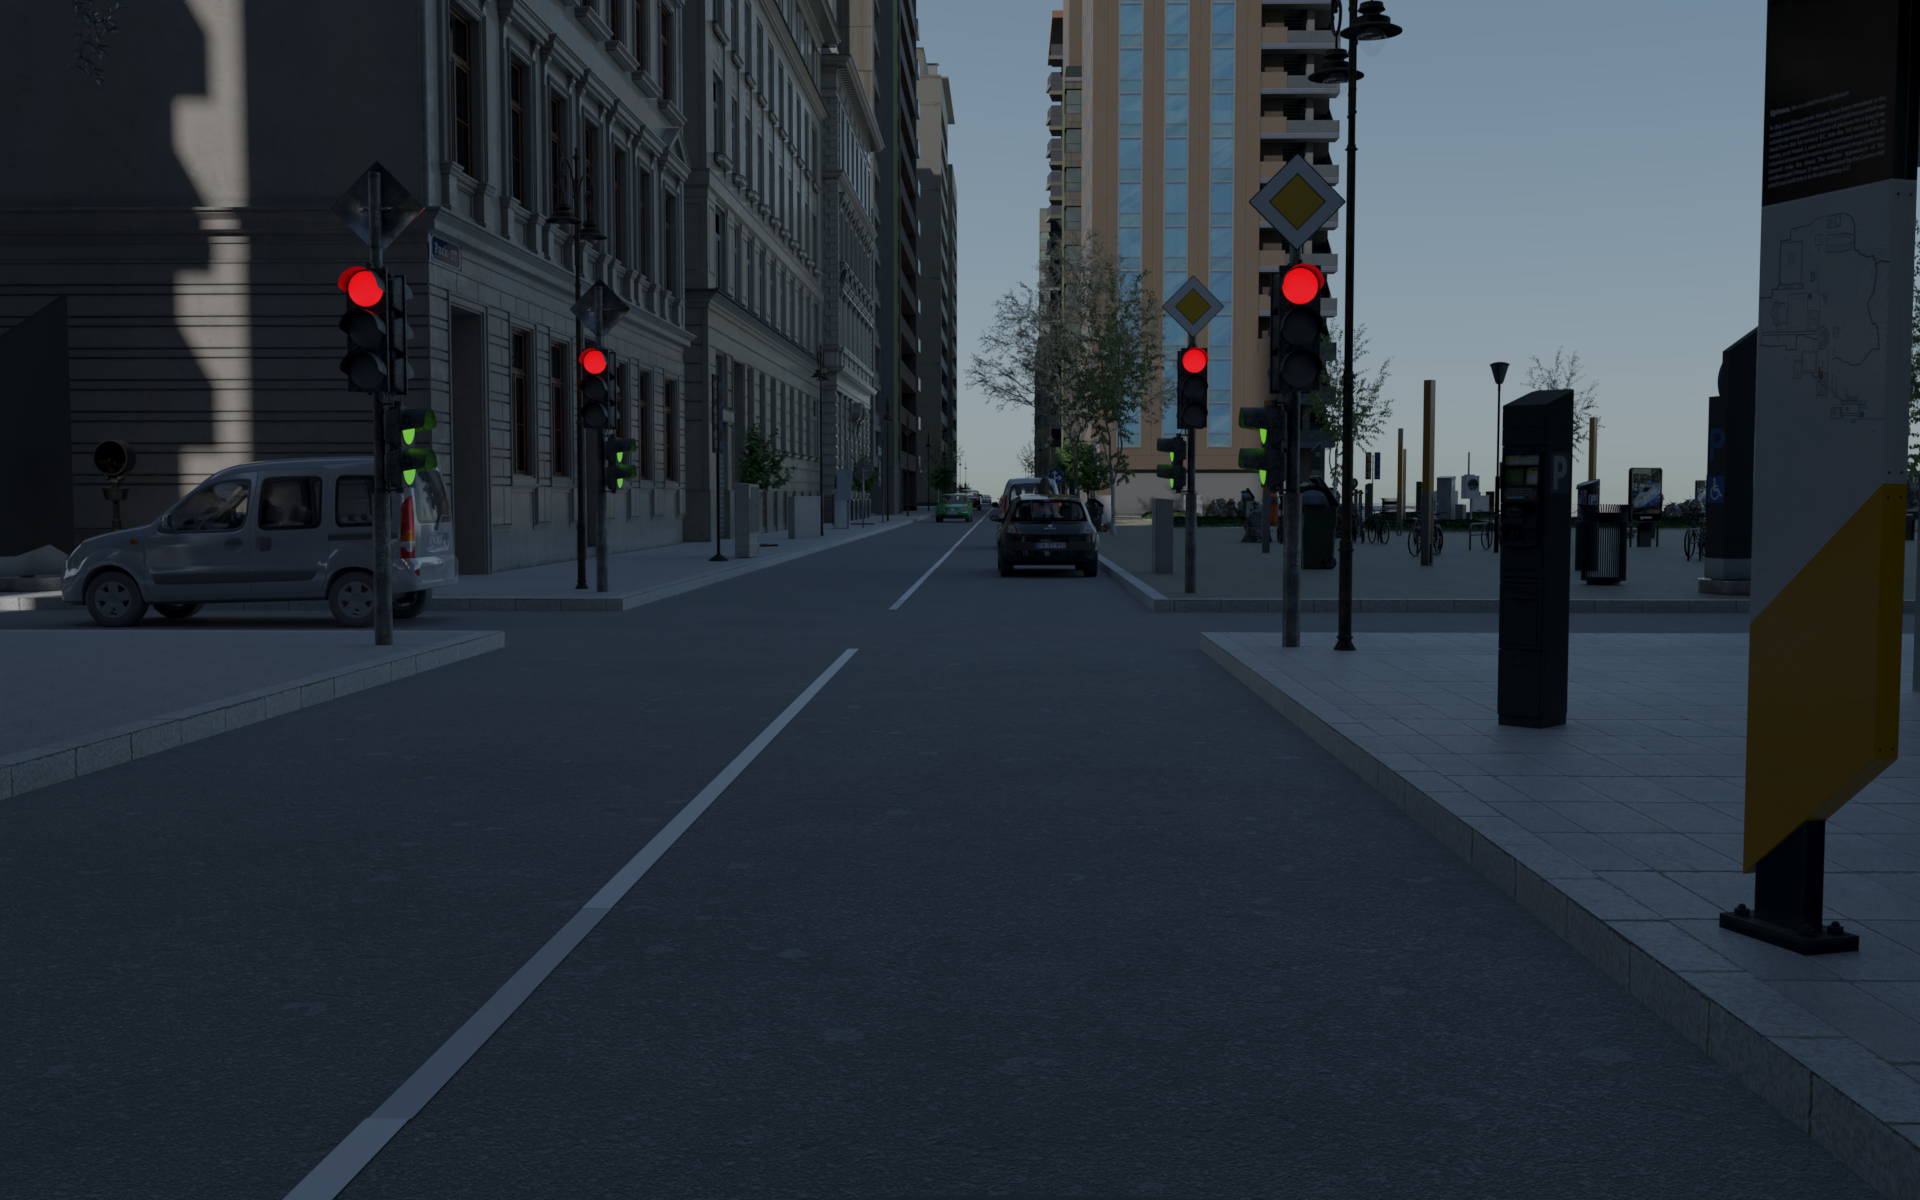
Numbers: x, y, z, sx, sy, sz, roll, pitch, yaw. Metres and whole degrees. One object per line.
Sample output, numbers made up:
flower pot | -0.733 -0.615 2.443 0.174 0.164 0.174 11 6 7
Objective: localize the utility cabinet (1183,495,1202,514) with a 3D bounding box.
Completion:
utility cabinet | 13.093 -5.272 97.356 1.020 1.237 0.306 0 4 -1

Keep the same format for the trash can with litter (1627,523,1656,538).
trash can with litter | 19.541 -2.353 49.865 0.624 1.170 1.055 -3 4 -39

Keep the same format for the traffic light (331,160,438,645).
traffic light | -4.893 -1.573 14.641 0.839 4.253 0.868 0 4 2

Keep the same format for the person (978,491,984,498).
person | 2.341 -12.932 219.956 1.348 1.821 0.705 1 4 12

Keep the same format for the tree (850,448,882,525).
tree | -4.118 -4.797 73.026 1.663 3.219 1.824 0 3 0

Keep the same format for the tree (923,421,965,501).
tree | -1.928 -13.562 172.102 4.360 8.622 3.978 0 3 0

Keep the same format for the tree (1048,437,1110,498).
tree | 6.144 -6.534 90.545 4.285 4.588 4.351 0 3 0

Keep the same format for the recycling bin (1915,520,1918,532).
recycling bin | 32.690 -2.868 59.448 0.722 1.027 0.722 3 5 42

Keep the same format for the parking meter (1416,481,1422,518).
parking meter | 21.055 -4.505 79.374 0.255 1.863 0.399 2 4 28

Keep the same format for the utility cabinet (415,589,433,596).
utility cabinet | -7.210 -0.664 22.023 1.020 1.237 0.306 1 4 21

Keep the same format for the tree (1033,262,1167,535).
tree | 4.630 -6.352 54.215 4.737 8.622 4.395 0 3 0

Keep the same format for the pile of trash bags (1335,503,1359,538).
pile of trash bags | 10.620 -2.486 50.398 1.912 1.369 3.447 1 4 12

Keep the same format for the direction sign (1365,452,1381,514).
direction sign | 22.241 -6.199 93.348 0.876 3.537 0.379 -1 4 -14

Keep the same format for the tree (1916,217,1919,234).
tree | 23.568 -5.552 41.146 4.737 8.622 4.395 0 3 0

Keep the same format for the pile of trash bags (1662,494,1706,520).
pile of trash bags | 31.698 -4.066 76.227 3.447 1.369 1.912 -2 4 -26

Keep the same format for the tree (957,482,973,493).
tree | 0.757 -15.425 246.793 1.663 3.219 1.824 0 3 0

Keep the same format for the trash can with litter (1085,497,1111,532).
trash can with litter | 4.715 -2.894 58.699 1.055 1.170 0.624 -3 4 -39

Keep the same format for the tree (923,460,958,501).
tree | -1.880 -11.198 166.807 4.285 4.588 4.351 0 3 0

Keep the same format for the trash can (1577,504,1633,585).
trash can | 9.107 -0.785 24.483 0.748 1.137 0.748 0 3 0

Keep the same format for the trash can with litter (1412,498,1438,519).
trash can with litter | 18.967 -3.638 70.872 1.055 1.170 0.624 -1 4 -17

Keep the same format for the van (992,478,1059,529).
van | 1.847 -2.377 45.881 2.013 2.044 4.112 0 4 1

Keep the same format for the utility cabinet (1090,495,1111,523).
utility cabinet | 6.307 -4.038 77.182 1.020 1.237 0.306 -2 4 -24

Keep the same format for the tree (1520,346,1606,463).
tree | 30.008 -8.369 87.189 4.360 8.622 3.978 0 3 0

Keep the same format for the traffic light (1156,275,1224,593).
traffic light | 2.981 -2.050 22.433 0.839 4.253 0.868 0 4 2

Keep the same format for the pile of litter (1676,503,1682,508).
pile of litter | 36.949 -4.582 88.881 1.719 0.858 1.176 3 5 42

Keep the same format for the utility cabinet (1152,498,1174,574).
utility cabinet | 3.321 -1.052 28.368 0.306 1.237 1.020 0 4 3

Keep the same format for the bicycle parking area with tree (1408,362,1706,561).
bicycle parking area with tree | 14.068 -3.030 36.539 8.231 4.147 9.016 3 5 44

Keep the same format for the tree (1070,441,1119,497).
tree | 4.569 -4.074 61.214 1.663 3.219 1.824 0 3 0

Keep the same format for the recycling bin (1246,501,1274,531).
recycling bin | 10.393 -2.897 59.917 0.722 1.027 0.722 -2 4 -26

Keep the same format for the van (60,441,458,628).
van | -7.797 -0.753 19.326 4.112 2.044 2.013 0 4 1

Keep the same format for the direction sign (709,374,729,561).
direction sign | -4.625 -2.513 33.086 0.379 3.537 0.876 0 4 4

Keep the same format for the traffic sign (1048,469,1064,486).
traffic sign | 4.867 -5.364 87.807 0.768 2.556 0.104 0 4 4

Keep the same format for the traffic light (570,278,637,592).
traffic light | -4.678 -2.061 22.623 0.839 4.253 0.868 0 4 2

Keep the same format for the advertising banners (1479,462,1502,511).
advertising banners | 28.872 -6.007 94.406 2.074 3.025 0.090 3 4 37

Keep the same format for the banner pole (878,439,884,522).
banner pole | -3.551 -5.381 77.998 0.401 3.779 0.863 1 4 17

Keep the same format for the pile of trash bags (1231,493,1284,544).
pile of trash bags | 8.336 -2.205 45.812 1.912 1.369 3.447 1 4 13

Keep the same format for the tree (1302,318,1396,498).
tree | 16.149 -7.527 73.427 4.737 8.622 4.395 0 3 0

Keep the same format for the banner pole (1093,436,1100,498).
banner pole | 5.697 -5.031 72.266 0.401 3.779 0.863 -1 4 -18

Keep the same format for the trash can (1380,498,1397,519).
trash can | 15.640 -3.137 62.945 0.748 1.137 0.748 0 3 0

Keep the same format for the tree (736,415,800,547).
tree | -5.015 -2.924 42.417 1.663 3.219 1.824 0 3 0

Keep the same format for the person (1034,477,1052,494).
person | 1.977 -1.941 40.238 0.555 1.821 0.388 0 4 -1

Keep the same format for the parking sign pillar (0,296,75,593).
parking sign pillar | -12.593 -2.121 23.147 1.447 3.967 1.447 2 4 27

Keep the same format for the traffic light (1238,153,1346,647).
traffic light | 2.766 -1.561 14.451 0.839 4.253 0.868 0 4 2

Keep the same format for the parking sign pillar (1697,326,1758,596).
parking sign pillar | 10.321 -2.067 22.271 1.447 3.967 1.447 -1 4 -10

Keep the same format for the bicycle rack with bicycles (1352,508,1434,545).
bicycle rack with bicycles | 11.231 -1.931 44.958 2.852 0.926 2.925 1 4 16

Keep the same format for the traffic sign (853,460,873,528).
traffic sign | -3.658 -3.989 65.329 0.768 2.556 0.104 0 4 3

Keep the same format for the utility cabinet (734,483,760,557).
utility cabinet | -4.296 -1.614 35.060 0.318 1.500 1.173 0 4 3

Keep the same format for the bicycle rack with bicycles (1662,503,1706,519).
bicycle rack with bicycles | 27.903 -3.312 67.535 2.852 0.926 2.925 2 4 32

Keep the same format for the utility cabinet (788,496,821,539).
utility cabinet | -4.475 -2.360 49.749 0.306 1.237 1.020 3 5 43

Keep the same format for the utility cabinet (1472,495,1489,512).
utility cabinet | 27.244 -4.876 90.885 1.020 1.237 0.306 -1 4 -19

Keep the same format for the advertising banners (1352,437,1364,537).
advertising banners | 12.053 -3.457 52.706 0.090 3.025 2.074 0 4 3

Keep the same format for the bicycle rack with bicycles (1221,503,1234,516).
bicycle rack with bicycles | 12.231 -3.708 74.014 2.852 0.926 2.925 1 4 11

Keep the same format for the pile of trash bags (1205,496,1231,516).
pile of trash bags | 14.367 -4.973 91.065 1.912 1.369 3.447 3 5 39

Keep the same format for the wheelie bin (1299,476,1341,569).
wheelie bin | 6.093 -1.332 29.679 0.693 1.594 0.980 0 4 -4

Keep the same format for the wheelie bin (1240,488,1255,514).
wheelie bin | 14.267 -4.774 85.967 0.693 1.594 0.980 0 4 0

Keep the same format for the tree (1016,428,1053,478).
tree | 8.272 -14.397 185.760 4.360 8.622 3.978 0 3 0

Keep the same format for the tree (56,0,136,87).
tree | -6.154 -5.951 7.670 12.009 13.543 11.850 0 3 0
